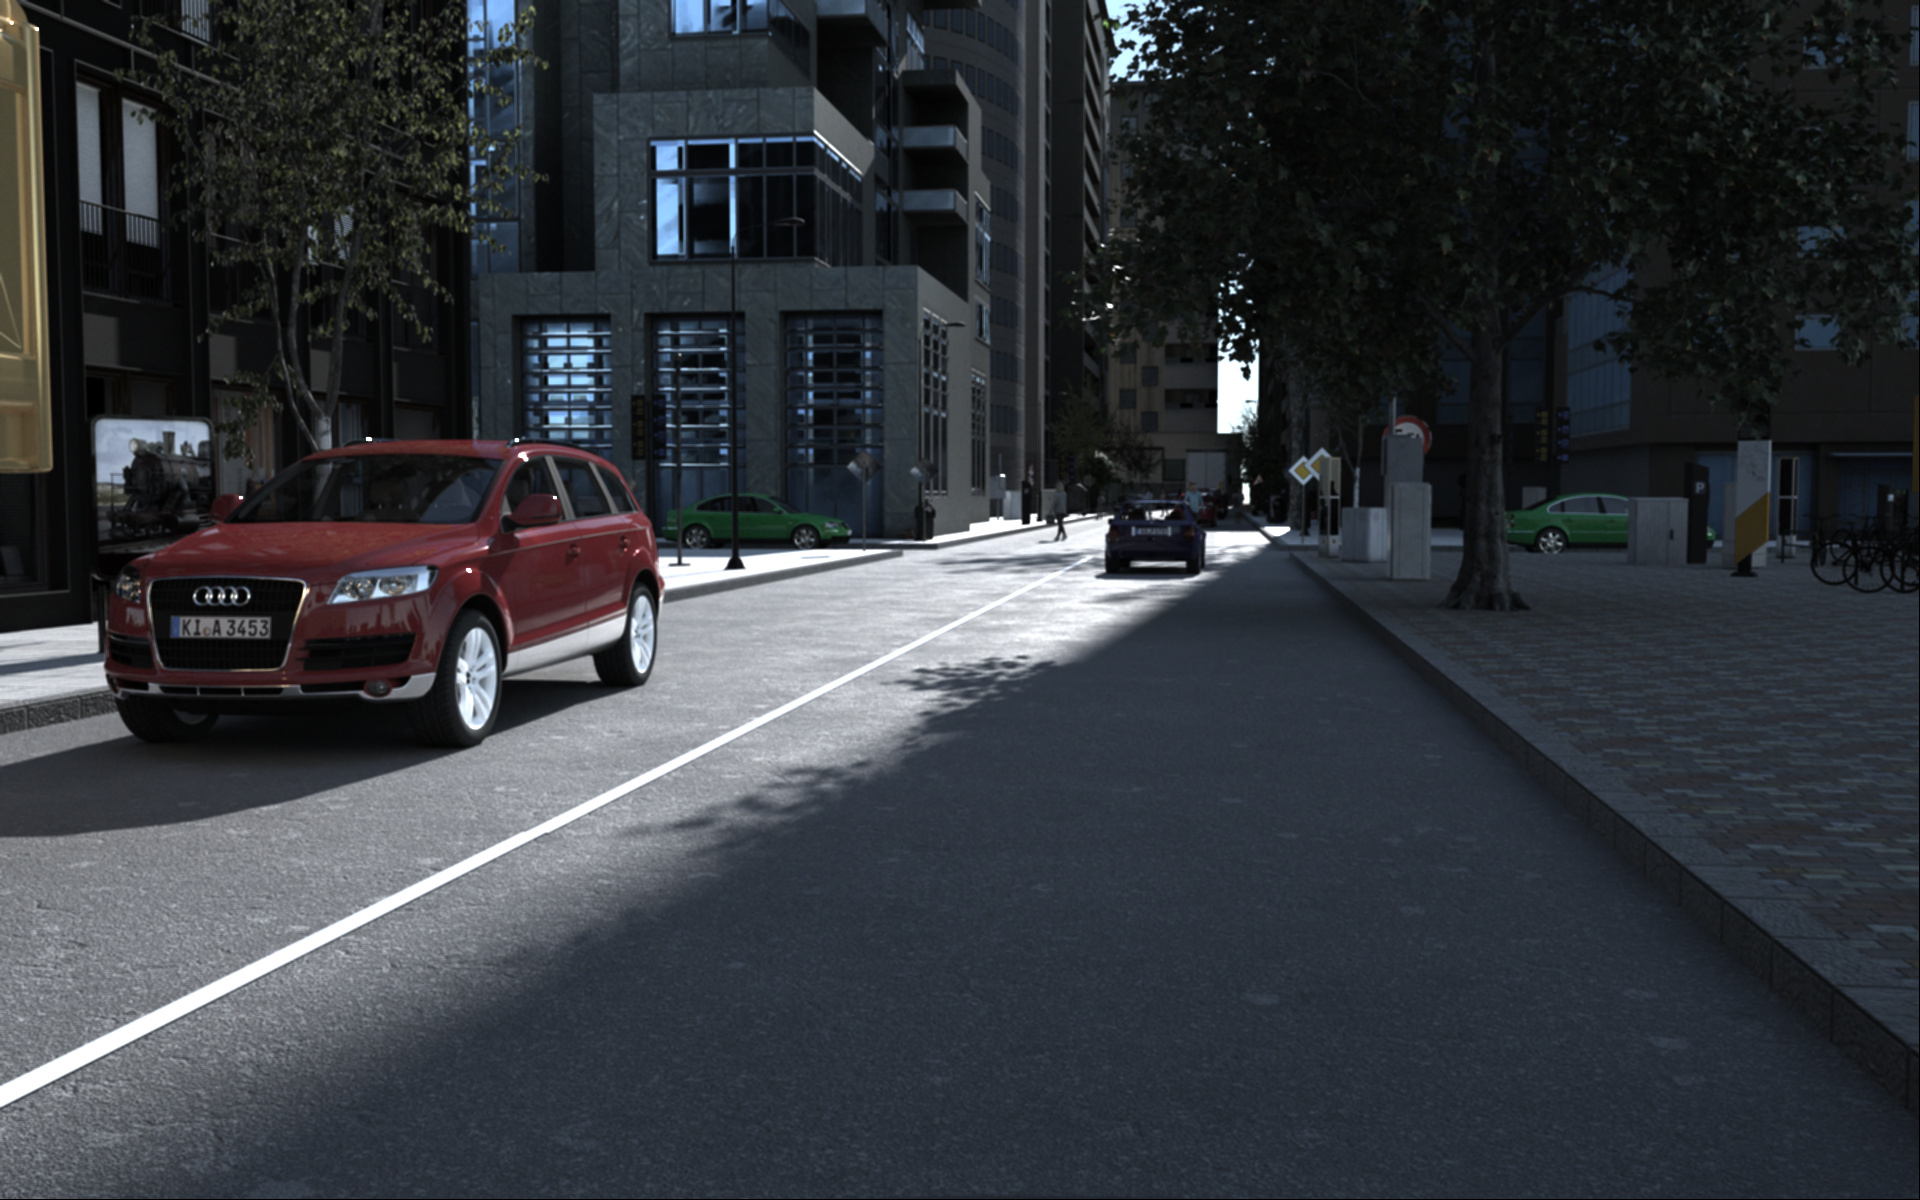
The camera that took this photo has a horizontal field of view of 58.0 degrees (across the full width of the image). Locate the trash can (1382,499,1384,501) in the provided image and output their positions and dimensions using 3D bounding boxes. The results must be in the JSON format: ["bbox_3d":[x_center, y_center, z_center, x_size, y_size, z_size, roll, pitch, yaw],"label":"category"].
[{"bbox_3d":[11.933,-2.188,47.431,0.748,1.137,0.748,0,3,0],"label":"trash can"}]

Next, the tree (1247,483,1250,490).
[{"bbox_3d":[26.668,-9.778,154.472,1.663,3.219,1.824,0,3,0],"label":"tree"}]

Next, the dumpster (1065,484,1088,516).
[{"bbox_3d":[6.664,-5.764,99.992,1.264,1.857,1.865,1,4,9],"label":"dumpster"}]

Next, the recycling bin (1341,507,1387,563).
[{"bbox_3d":[7.685,-1.229,32.642,0.722,1.027,0.722,-2,4,-34],"label":"recycling bin"}]

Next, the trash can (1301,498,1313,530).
[{"bbox_3d":[12.394,-3.124,62.739,0.748,1.137,0.748,0,3,0],"label":"trash can"}]

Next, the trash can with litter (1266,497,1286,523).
[{"bbox_3d":[13.791,-3.941,75.828,0.624,1.170,1.055,-2,4,-26],"label":"trash can with litter"}]

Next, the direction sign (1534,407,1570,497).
[{"bbox_3d":[15.415,-3.251,45.147,0.876,3.537,0.379,0,4,8],"label":"direction sign"}]

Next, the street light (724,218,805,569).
[{"bbox_3d":[-3.309,-3.476,29.375,1.470,5.913,1.316,1,4,8],"label":"street light"}]

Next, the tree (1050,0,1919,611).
[{"bbox_3d":[5.782,-6.247,19.147,9.611,12.733,9.660,0,3,0],"label":"tree"}]

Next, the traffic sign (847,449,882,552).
[{"bbox_3d":[-2.125,-2.127,38.418,0.795,2.450,0.064,1,4,8],"label":"traffic sign"}]

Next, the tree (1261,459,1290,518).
[{"bbox_3d":[17.568,-6.139,94.970,1.663,3.219,1.824,0,3,0],"label":"tree"}]

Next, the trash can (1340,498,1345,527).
[{"bbox_3d":[14.527,-3.387,67.034,0.748,1.137,0.748,0,3,0],"label":"trash can"}]

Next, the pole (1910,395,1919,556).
[{"bbox_3d":[19.800,-2.569,35.846,0.158,3.312,0.155,0,3,0],"label":"pole"}]

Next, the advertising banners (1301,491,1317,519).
[{"bbox_3d":[17.778,-5.583,87.462,2.074,3.025,0.090,2,4,33],"label":"advertising banners"}]

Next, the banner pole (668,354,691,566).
[{"bbox_3d":[-4.978,-2.492,30.759,0.401,3.779,0.863,-1,4,-13],"label":"banner pole"}]

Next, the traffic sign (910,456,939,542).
[{"bbox_3d":[-0.951,-2.610,46.316,0.795,2.450,0.064,1,4,8],"label":"traffic sign"}]

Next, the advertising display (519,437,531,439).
[{"bbox_3d":[-4.973,-0.902,19.959,0.123,1.923,0.974,-1,4,-10],"label":"advertising display"}]

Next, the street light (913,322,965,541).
[{"bbox_3d":[-0.552,-4.557,47.045,1.470,5.913,1.316,1,4,8],"label":"street light"}]

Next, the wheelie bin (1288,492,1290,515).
[{"bbox_3d":[20.440,-5.989,105.824,0.980,1.594,0.693,-3,5,-40],"label":"wheelie bin"}]

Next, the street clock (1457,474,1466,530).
[{"bbox_3d":[17.967,-3.499,61.786,0.471,2.002,0.358,-3,4,-39],"label":"street clock"}]

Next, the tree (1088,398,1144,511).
[{"bbox_3d":[11.515,-11.147,132.613,4.360,8.622,3.978,0,3,0],"label":"tree"}]

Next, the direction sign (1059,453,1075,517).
[{"bbox_3d":[5.877,-6.330,95.489,0.876,3.537,0.379,0,4,-7],"label":"direction sign"}]

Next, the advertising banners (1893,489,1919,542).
[{"bbox_3d":[24.704,-2.933,44.138,0.090,3.025,2.074,-3,4,-39],"label":"advertising banners"}]

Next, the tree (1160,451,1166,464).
[{"bbox_3d":[20.626,-14.914,194.213,4.360,8.622,3.978,0,3,0],"label":"tree"}]

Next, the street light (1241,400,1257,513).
[{"bbox_3d":[14.771,-6.918,85.655,1.470,5.913,1.316,1,4,8],"label":"street light"}]

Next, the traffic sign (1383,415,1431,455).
[{"bbox_3d":[7.243,-1.715,28.141,0.768,2.556,0.104,1,4,9],"label":"traffic sign"}]

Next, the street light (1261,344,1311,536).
[{"bbox_3d":[10.041,-4.922,53.011,1.470,5.913,1.316,1,4,8],"label":"street light"}]

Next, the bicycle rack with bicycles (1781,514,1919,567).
[{"bbox_3d":[16.228,-1.101,31.381,2.852,0.926,2.925,1,4,9],"label":"bicycle rack with bicycles"}]

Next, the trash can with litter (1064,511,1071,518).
[{"bbox_3d":[4.954,-4.723,88.604,1.055,1.170,0.624,3,4,37],"label":"trash can with litter"}]

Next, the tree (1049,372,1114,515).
[{"bbox_3d":[7.204,-9.400,104.058,4.737,8.622,4.395,0,3,0],"label":"tree"}]

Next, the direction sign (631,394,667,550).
[{"bbox_3d":[-7.087,-2.905,39.489,0.876,3.537,0.379,1,4,18],"label":"direction sign"}]

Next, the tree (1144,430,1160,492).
[{"bbox_3d":[16.872,-13.428,169.915,4.360,8.622,3.978,0,3,0],"label":"tree"}]

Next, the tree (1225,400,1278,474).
[{"bbox_3d":[22.736,-11.234,134.045,4.737,8.622,4.395,0,3,0],"label":"tree"}]

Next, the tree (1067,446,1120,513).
[{"bbox_3d":[9.143,-8.378,120.693,4.285,4.588,4.351,0,3,0],"label":"tree"}]

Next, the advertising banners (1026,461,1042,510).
[{"bbox_3d":[4.510,-5.852,91.860,2.074,3.025,0.090,0,4,-1],"label":"advertising banners"}]

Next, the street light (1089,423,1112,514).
[{"bbox_3d":[9.130,-8.562,112.532,1.470,5.913,1.316,1,4,8],"label":"street light"}]

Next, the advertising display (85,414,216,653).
[{"bbox_3d":[-6.619,-0.551,14.229,0.974,1.923,0.123,-3,5,-43],"label":"advertising display"}]

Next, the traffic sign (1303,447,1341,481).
[{"bbox_3d":[7.709,-2.037,36.941,0.795,2.450,0.064,1,4,8],"label":"traffic sign"}]

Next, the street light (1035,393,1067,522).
[{"bbox_3d":[4.199,-6.553,79.686,1.470,5.913,1.316,1,4,8],"label":"street light"}]

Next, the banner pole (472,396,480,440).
[{"bbox_3d":[-11.034,-3.003,39.119,0.401,3.779,0.863,-3,5,-43],"label":"banner pole"}]

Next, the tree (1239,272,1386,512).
[{"bbox_3d":[10.765,-5.962,47.849,4.360,8.622,3.978,0,3,0],"label":"tree"}]

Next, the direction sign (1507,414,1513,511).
[{"bbox_3d":[15.769,-3.531,49.726,0.379,3.537,0.876,1,4,10],"label":"direction sign"}]

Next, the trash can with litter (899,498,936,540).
[{"bbox_3d":[-1.217,-2.276,48.592,1.055,1.170,0.624,1,4,20],"label":"trash can with litter"}]

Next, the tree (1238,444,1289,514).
[{"bbox_3d":[19.591,-7.766,110.694,4.285,4.588,4.351,0,3,0],"label":"tree"}]

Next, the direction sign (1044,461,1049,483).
[{"bbox_3d":[5.714,-7.732,118.412,0.876,3.537,0.379,-2,4,-33],"label":"direction sign"}]

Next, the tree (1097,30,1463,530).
[{"bbox_3d":[10.980,-12.496,60.204,12.611,20.169,13.585,0,3,0],"label":"tree"}]

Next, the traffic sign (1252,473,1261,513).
[{"bbox_3d":[18.664,-6.611,108.092,0.884,2.594,0.081,1,4,10],"label":"traffic sign"}]

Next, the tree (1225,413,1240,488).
[{"bbox_3d":[21.738,-10.826,127.360,4.360,8.622,3.978,0,3,0],"label":"tree"}]

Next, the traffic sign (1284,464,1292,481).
[{"bbox_3d":[13.820,-4.389,71.860,0.768,2.556,0.104,1,4,12],"label":"traffic sign"}]

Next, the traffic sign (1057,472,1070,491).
[{"bbox_3d":[5.878,-6.009,98.352,0.768,2.556,0.104,1,4,14],"label":"traffic sign"}]

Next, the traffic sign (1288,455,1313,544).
[{"bbox_3d":[8.883,-2.520,44.840,0.795,2.450,0.064,1,4,8],"label":"traffic sign"}]

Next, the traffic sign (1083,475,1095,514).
[{"bbox_3d":[8.440,-6.939,113.557,0.768,2.556,0.104,1,4,10],"label":"traffic sign"}]
